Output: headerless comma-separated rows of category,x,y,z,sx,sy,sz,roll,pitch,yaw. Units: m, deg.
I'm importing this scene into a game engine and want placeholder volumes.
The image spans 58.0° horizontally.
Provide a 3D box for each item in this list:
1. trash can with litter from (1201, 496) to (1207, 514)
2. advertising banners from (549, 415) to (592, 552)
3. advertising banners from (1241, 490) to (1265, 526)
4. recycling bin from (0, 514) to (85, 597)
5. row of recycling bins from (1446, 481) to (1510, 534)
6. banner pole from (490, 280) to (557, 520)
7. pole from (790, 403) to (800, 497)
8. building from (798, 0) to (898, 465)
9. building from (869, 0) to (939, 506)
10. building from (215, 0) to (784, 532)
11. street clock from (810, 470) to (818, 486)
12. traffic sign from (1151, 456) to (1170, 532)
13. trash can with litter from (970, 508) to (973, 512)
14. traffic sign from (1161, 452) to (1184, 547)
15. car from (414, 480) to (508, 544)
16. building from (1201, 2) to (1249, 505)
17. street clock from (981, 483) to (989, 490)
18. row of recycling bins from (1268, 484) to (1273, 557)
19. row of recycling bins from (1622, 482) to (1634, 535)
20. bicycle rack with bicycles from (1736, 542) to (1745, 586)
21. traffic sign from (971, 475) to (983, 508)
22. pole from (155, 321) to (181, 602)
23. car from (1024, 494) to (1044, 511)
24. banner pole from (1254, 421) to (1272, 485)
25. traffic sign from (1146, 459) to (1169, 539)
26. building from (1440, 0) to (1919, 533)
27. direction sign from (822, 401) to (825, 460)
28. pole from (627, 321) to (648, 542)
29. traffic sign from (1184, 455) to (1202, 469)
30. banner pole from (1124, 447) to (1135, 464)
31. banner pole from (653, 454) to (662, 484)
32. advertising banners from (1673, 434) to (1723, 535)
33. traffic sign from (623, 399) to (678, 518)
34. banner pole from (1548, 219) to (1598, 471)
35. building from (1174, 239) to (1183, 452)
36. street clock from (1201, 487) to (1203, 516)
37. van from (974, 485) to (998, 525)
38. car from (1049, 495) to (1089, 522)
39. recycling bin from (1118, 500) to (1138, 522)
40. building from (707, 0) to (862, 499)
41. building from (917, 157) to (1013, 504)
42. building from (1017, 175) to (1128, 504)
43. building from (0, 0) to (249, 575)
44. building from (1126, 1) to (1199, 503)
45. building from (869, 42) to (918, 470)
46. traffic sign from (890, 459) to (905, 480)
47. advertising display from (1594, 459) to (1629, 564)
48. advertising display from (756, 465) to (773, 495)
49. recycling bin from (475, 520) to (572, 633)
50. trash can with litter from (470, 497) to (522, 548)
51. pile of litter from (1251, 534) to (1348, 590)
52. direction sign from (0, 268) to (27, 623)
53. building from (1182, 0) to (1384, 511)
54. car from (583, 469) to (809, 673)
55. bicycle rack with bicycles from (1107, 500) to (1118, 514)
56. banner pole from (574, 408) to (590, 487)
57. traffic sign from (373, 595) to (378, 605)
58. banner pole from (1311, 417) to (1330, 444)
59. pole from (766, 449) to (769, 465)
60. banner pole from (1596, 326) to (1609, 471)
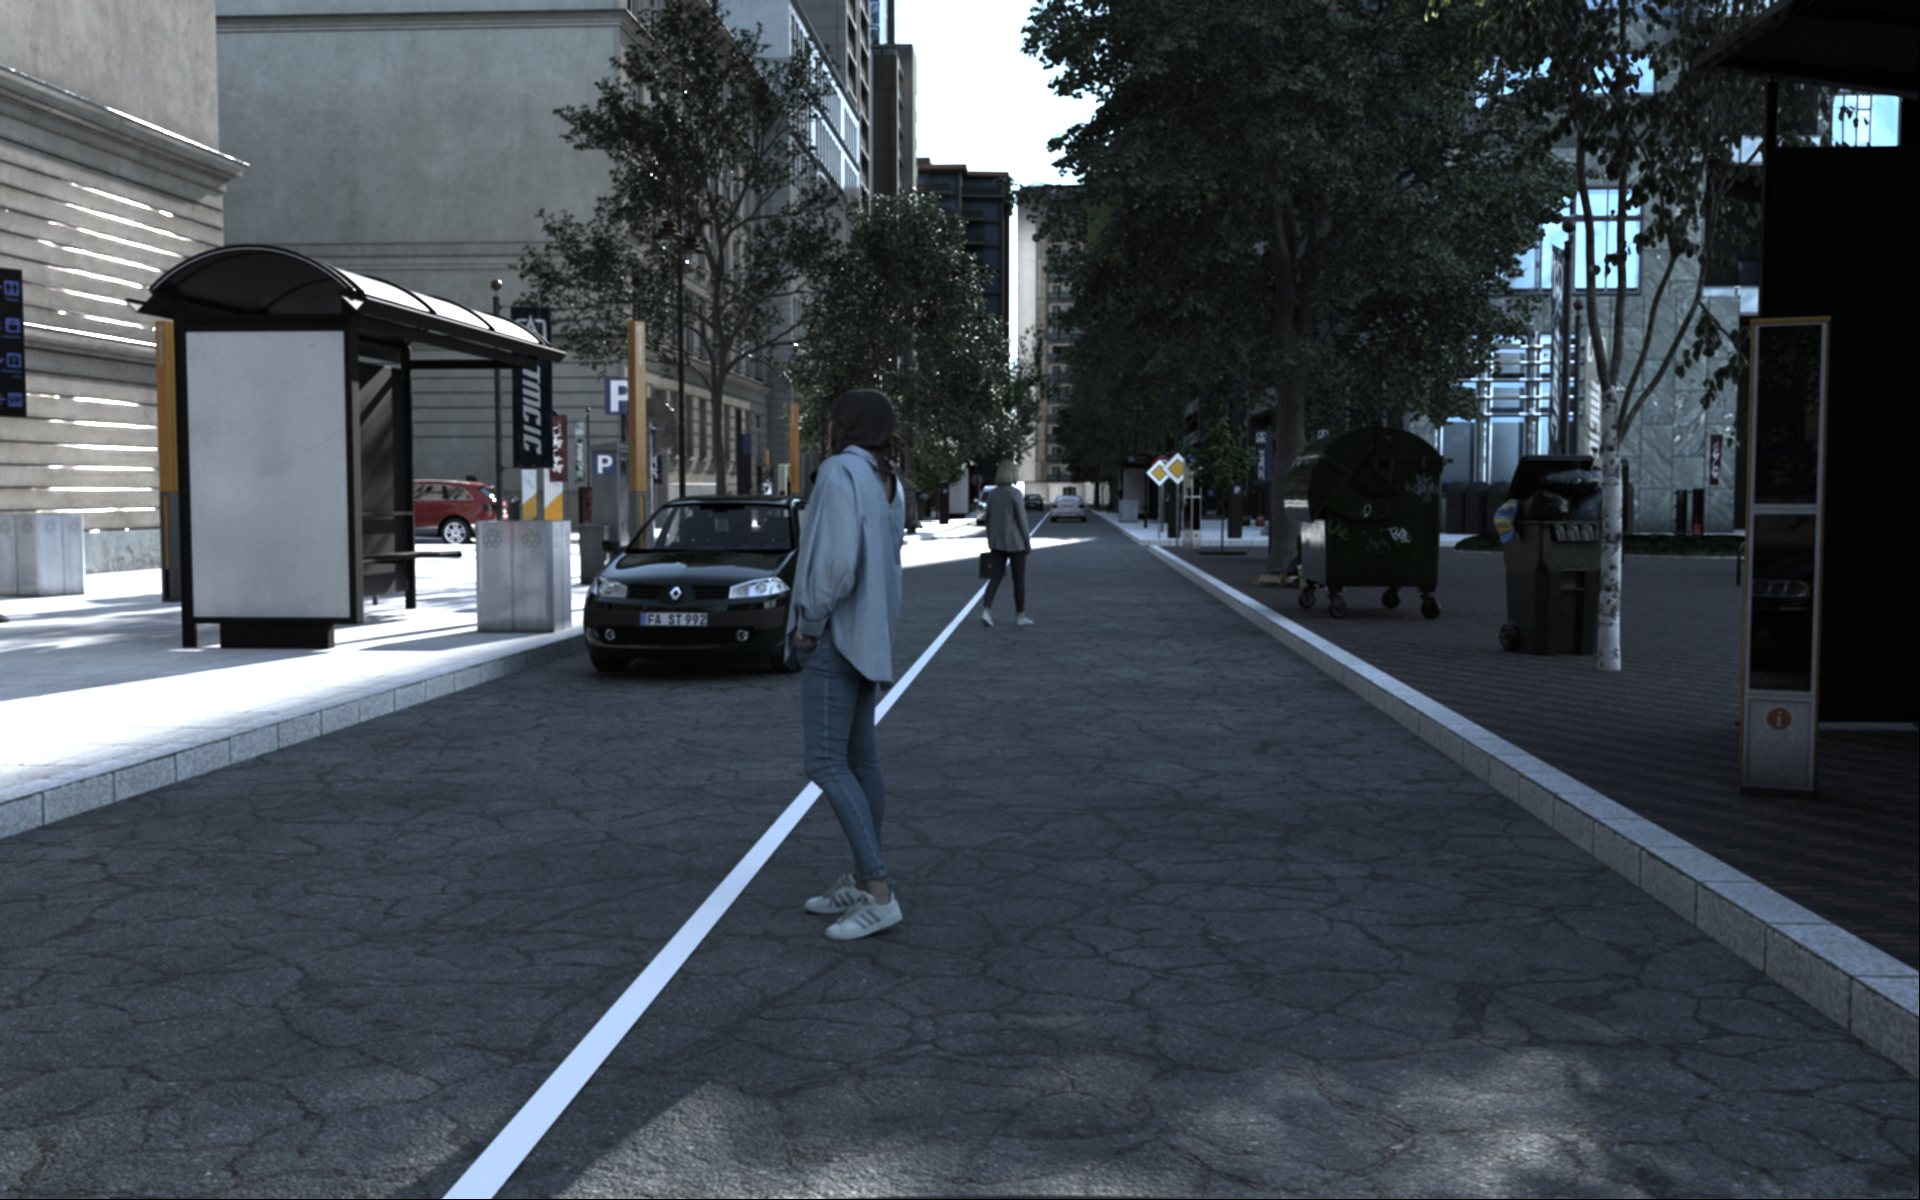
trash can with litter,14.641,-5.551,102.146,0.624,1.170,1.055,-1,4,-18
advertising banners,-8.161,-2.576,38.298,2.074,3.025,0.090,0,4,-3
advertising banners,11.992,-4.458,69.074,0.090,3.025,2.074,-3,5,-44
recycling bin,-11.621,-0.572,21.905,0.722,1.027,0.722,1,4,20
row of recycling bins,16.850,-2.920,54.855,1.069,1.692,3.534,-2,4,-33
banner pole,-5.191,-1.857,20.382,0.863,3.779,0.401,-1,4,-16
pole,-3.714,-2.759,38.957,0.158,3.312,0.155,0,3,0
building,-15.519,-42.615,135.009,20.563,71.187,20.611,0,4,3
building,-18.530,-53.129,181.337,31.000,86.520,22.319,0,4,3
building,-17.780,-14.664,73.045,16.112,22.955,30.059,0,4,3
street clock,-4.336,-2.976,53.224,0.471,2.002,0.358,1,4,14
traffic sign,6.791,-3.547,58.096,0.768,2.556,0.104,0,4,4
trash can with litter,0.342,-6.784,122.313,1.055,1.170,0.624,-1,4,-19
traffic sign,5.215,-2.319,41.552,0.795,2.450,0.064,0,4,3
car,-15.057,-2.381,47.601,5.304,1.827,2.281,0,4,2
building,31.316,-29.738,140.839,22.147,44.769,28.867,0,4,3
street clock,1.588,-6.455,110.103,0.471,2.002,0.358,-2,4,-35
row of recycling bins,6.737,-1.549,32.447,1.069,1.692,3.534,-1,4,-10
row of recycling bins,18.526,-2.657,50.561,3.534,1.692,1.069,-3,5,-42
bicycle rack with bicycles,12.320,-0.647,23.962,2.925,0.926,2.852,-2,4,-34
traffic sign,1.124,-6.983,114.285,0.768,2.556,0.104,0,4,5
pole,-9.393,-1.634,20.553,0.158,3.312,0.155,0,3,0
car,6.048,-8.229,144.338,2.009,1.686,4.222,0,4,4
banner pole,10.334,-4.188,58.492,0.863,3.779,0.401,1,4,22
traffic sign,5.698,-2.806,49.522,0.795,2.450,0.064,0,4,3
building,30.922,-45.996,64.703,31.000,86.520,22.319,0,4,3
direction sign,-3.371,-3.104,42.744,0.379,3.537,0.876,0,4,-8
pole,-3.822,-1.633,20.539,0.158,3.312,0.155,0,3,0
traffic sign,7.336,-3.318,54.351,0.768,2.556,0.104,1,4,10
banner pole,8.982,-6.246,92.133,0.863,3.779,0.401,3,5,39
banner pole,-9.386,-3.804,52.208,0.863,3.779,0.401,0,4,-7
advertising banners,22.047,-3.397,51.729,0.090,3.025,2.074,-1,4,-14
traffic sign,-4.143,-1.411,23.174,0.768,2.556,0.104,1,4,11
banner pole,5.412,-1.568,15.655,0.401,3.779,0.863,2,4,32
building,29.822,-25.245,184.452,14.160,30.474,14.107,0,4,3
street clock,14.057,-5.913,101.241,0.358,2.002,0.471,0,4,5
van,1.699,-4.533,81.132,2.013,2.044,4.112,0,4,5
car,5.690,-4.784,90.584,2.083,1.381,4.827,0,4,4
recycling bin,7.633,-4.041,78.624,0.722,1.027,0.722,-1,4,-14
building,-13.065,-19.877,102.483,11.434,29.767,29.804,0,4,3
building,-7.655,-35.075,228.104,28.867,44.769,22.147,0,4,3
building,14.292,-32.951,222.338,14.086,41.232,14.154,0,4,3
building,-30.774,-12.756,27.648,34.723,24.649,14.460,0,4,3
building,31.806,-48.035,223.622,20.611,71.187,20.563,0,4,3
building,-11.298,-28.716,153.104,14.154,41.232,14.086,0,4,3
traffic sign,-1.981,-2.836,50.007,0.795,2.450,0.064,0,4,3
advertising display,12.143,-1.660,32.354,0.123,1.923,0.974,-1,4,-12
advertising display,-4.325,-2.032,38.445,0.123,1.923,0.974,1,4,9
recycling bin,-4.106,-0.231,16.334,0.722,1.027,0.722,0,4,3
trash can with litter,-10.432,-1.816,40.755,1.678,1.210,2.233,-3,4,-37
pile of litter,4.682,-0.609,23.922,1.176,0.858,1.719,0,4,-8
direction sign,-9.737,-1.544,17.240,0.379,3.537,0.876,3,4,36
building,32.898,-33.160,165.861,21.300,48.544,21.600,0,4,3
car,-2.003,-0.331,15.197,2.009,1.686,4.222,0,4,5
bicycle rack with bicycles,10.795,-6.005,111.557,2.852,0.926,2.925,0,4,-5
banner pole,-11.004,-3.709,50.652,0.863,3.779,0.401,3,5,40
traffic sign,-6.771,-1.093,19.993,0.606,2.300,0.079,0,4,5
banner pole,11.570,-4.033,55.949,0.863,3.779,0.401,3,4,36
pole,-8.745,-5.193,78.750,0.158,3.312,0.155,0,3,0
banner pole,8.185,-1.994,22.612,0.863,3.779,0.401,-2,4,-33
